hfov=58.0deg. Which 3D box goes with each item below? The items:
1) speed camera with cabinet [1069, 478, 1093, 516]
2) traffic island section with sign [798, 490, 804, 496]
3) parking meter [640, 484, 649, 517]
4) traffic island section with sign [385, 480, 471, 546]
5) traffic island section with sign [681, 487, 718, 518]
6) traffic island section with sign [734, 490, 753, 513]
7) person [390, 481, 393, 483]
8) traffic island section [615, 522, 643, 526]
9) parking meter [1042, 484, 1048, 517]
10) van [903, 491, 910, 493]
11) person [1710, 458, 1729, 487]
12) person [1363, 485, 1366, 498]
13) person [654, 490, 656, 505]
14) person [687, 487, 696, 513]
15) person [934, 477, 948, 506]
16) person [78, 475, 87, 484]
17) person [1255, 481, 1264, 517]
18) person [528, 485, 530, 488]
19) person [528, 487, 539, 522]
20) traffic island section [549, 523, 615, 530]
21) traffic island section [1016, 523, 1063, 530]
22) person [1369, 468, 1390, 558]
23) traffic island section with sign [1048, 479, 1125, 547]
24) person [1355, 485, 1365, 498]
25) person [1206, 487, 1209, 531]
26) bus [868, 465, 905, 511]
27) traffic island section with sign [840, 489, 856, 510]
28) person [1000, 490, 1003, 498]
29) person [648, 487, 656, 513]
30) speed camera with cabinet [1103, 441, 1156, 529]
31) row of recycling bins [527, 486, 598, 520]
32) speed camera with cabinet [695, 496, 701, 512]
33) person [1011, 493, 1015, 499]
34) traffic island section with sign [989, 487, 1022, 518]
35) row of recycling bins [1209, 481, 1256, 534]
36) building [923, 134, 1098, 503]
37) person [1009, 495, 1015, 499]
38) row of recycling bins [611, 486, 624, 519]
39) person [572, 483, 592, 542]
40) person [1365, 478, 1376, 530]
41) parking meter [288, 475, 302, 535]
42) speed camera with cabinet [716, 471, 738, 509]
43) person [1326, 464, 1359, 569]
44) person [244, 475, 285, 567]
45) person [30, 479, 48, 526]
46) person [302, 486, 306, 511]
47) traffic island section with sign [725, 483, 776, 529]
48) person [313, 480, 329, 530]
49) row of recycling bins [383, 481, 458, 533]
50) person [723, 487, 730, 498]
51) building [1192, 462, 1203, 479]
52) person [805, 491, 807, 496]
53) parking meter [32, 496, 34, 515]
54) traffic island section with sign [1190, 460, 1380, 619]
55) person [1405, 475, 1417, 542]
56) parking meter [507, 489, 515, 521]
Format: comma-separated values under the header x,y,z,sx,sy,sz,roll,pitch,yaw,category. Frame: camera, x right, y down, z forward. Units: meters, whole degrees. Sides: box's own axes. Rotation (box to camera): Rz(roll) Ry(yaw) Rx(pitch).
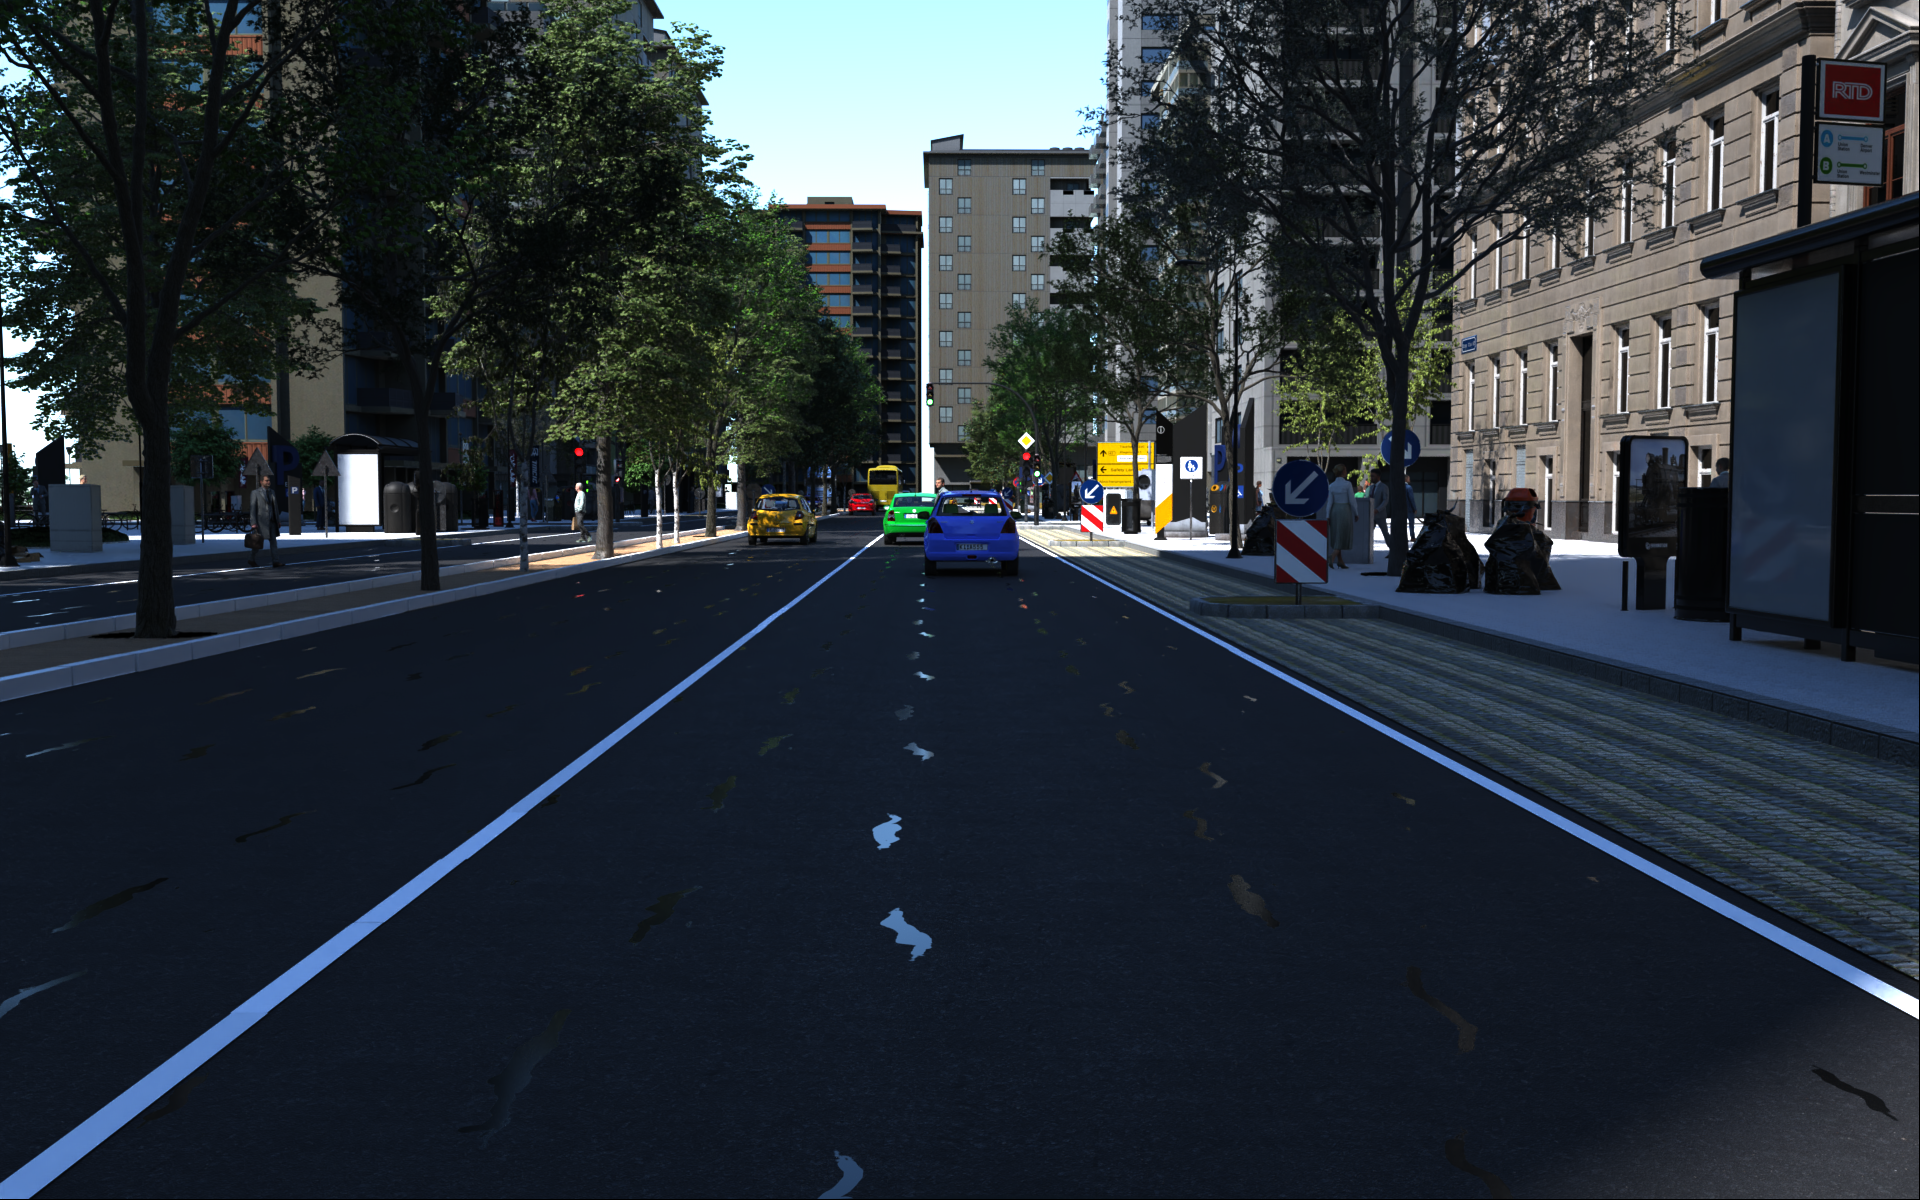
x,y,z,sx,sy,sz,roll,pitch,yaw,category
7.250,-6.481,100.305,0.660,3.252,2.038,-3,5,-43,speed camera with cabinet
-16.571,-10.540,180.949,1.989,1.847,2.006,0,4,-1,traffic island section with sign
-17.533,-5.539,96.278,0.399,1.863,0.255,-2,4,-30,parking meter
-14.782,-2.431,48.380,1.989,1.847,2.006,0,4,-1,traffic island section with sign
-15.528,-5.794,103.357,1.989,1.847,2.006,0,4,-1,traffic island section with sign
-15.877,-7.442,130.310,1.989,1.847,2.006,0,4,-1,traffic island section with sign
-22.688,-3.840,69.046,0.478,1.798,0.641,-2,4,-26,person
-15.515,-3.433,78.418,2.009,0.180,2.903,0,4,-1,traffic island section
4.791,-5.612,97.474,0.255,1.863,0.399,2,4,27,parking meter
-6.602,-12.185,206.235,2.013,2.044,4.112,0,4,-1,van
11.084,-1.167,25.238,0.709,1.813,0.853,-2,4,-24,person
19.298,-4.648,82.633,0.643,1.750,0.593,1,4,12,person
-32.556,-10.883,184.494,1.217,1.766,0.721,-1,4,-14,person
-18.007,-6.715,116.250,0.534,1.772,0.576,2,4,24,person
-0.417,-1.899,39.645,0.391,1.810,0.635,-2,4,-25,person
-25.345,-2.696,50.006,0.514,1.842,0.818,3,5,40,person
11.913,-3.868,69.380,0.778,1.811,0.616,2,4,24,person
-22.801,-5.215,91.899,0.593,1.750,0.643,-1,4,-9,person
-19.698,-4.529,80.098,0.555,1.821,0.388,1,4,20,person
-15.407,-2.945,70.434,2.009,0.180,2.903,0,4,-1,traffic island section
3.133,-2.960,70.678,2.009,0.180,2.903,0,4,-1,traffic island section
8.343,-1.726,34.540,0.850,1.792,0.678,-1,4,-23,person
3.450,-2.388,47.673,1.989,1.847,2.006,0,4,-1,traffic island section with sign
16.848,-3.928,72.971,0.600,1.795,0.529,0,4,-1,person
8.060,-3.155,57.813,0.526,1.800,0.537,-2,4,-25,person
-6.274,-9.516,147.140,2.896,3.916,12.252,0,3,0,bus
-9.608,-8.878,153.299,2.006,1.907,1.989,0,4,-1,traffic island section with sign
4.902,-12.257,207.116,0.551,1.740,0.621,1,4,17,person
-20.495,-6.639,114.858,0.678,1.792,0.850,-1,4,-22,person
6.357,-4.294,64.536,2.038,3.252,0.660,2,4,34,speed camera with cabinet
-19.807,-4.832,86.120,3.534,1.692,1.069,-1,4,-8,row of recycling bins
-19.671,-7.979,124.786,2.038,3.252,0.660,1,4,16,speed camera with cabinet
6.351,-12.630,212.684,0.705,1.807,1.348,3,5,41,person
2.699,-5.788,103.259,1.989,1.847,2.006,0,4,-1,traffic island section with sign
8.498,-2.857,53.828,1.069,1.692,3.534,0,4,-2,row of recycling bins
8.307,-41.132,261.739,27.495,52.752,28.713,0,4,-1,building
5.193,-10.800,182.633,1.348,1.823,0.705,3,5,41,person
-18.880,-4.976,88.462,3.534,1.692,1.069,0,4,5,row of recycling bins
-11.284,-2.609,51.635,0.515,1.767,0.782,-1,4,-22,person
13.941,-3.247,59.112,0.794,1.824,0.713,-2,4,-30,person
-20.809,-2.967,54.222,0.399,1.863,0.255,-1,4,-22,parking meter
-19.807,-9.306,146.488,2.038,3.252,0.660,0,4,6,speed camera with cabinet
6.478,-1.426,29.589,0.641,1.798,0.478,-3,4,-36,person
-13.580,-1.545,33.864,0.767,1.812,0.694,2,4,27,person
-34.483,-3.612,64.909,0.655,1.846,0.447,-2,4,-25,person
-33.447,-4.970,87.897,0.593,1.750,0.643,0,4,2,person
-8.496,-3.830,70.761,2.006,1.907,1.989,0,4,-1,traffic island section with sign
-22.844,-3.406,61.912,0.419,1.800,0.721,1,4,19,person
-18.034,-3.123,58.179,1.069,1.692,3.534,1,4,17,row of recycling bins
-19.851,-8.685,147.397,0.474,1.900,0.648,2,4,29,person
36.684,-41.146,261.969,27.495,52.752,28.713,0,4,-1,building
-17.567,-11.573,198.274,0.434,1.755,0.990,0,4,3,person
-42.256,-4.337,79.321,0.372,1.533,0.369,0,3,0,parking meter
3.808,-0.740,20.720,1.989,1.847,2.006,0,4,-1,traffic island section with sign
12.033,-2.470,46.603,0.419,1.800,0.721,-3,4,-36,person
-21.255,-4.498,81.955,0.372,1.533,0.369,0,3,0,parking meter
